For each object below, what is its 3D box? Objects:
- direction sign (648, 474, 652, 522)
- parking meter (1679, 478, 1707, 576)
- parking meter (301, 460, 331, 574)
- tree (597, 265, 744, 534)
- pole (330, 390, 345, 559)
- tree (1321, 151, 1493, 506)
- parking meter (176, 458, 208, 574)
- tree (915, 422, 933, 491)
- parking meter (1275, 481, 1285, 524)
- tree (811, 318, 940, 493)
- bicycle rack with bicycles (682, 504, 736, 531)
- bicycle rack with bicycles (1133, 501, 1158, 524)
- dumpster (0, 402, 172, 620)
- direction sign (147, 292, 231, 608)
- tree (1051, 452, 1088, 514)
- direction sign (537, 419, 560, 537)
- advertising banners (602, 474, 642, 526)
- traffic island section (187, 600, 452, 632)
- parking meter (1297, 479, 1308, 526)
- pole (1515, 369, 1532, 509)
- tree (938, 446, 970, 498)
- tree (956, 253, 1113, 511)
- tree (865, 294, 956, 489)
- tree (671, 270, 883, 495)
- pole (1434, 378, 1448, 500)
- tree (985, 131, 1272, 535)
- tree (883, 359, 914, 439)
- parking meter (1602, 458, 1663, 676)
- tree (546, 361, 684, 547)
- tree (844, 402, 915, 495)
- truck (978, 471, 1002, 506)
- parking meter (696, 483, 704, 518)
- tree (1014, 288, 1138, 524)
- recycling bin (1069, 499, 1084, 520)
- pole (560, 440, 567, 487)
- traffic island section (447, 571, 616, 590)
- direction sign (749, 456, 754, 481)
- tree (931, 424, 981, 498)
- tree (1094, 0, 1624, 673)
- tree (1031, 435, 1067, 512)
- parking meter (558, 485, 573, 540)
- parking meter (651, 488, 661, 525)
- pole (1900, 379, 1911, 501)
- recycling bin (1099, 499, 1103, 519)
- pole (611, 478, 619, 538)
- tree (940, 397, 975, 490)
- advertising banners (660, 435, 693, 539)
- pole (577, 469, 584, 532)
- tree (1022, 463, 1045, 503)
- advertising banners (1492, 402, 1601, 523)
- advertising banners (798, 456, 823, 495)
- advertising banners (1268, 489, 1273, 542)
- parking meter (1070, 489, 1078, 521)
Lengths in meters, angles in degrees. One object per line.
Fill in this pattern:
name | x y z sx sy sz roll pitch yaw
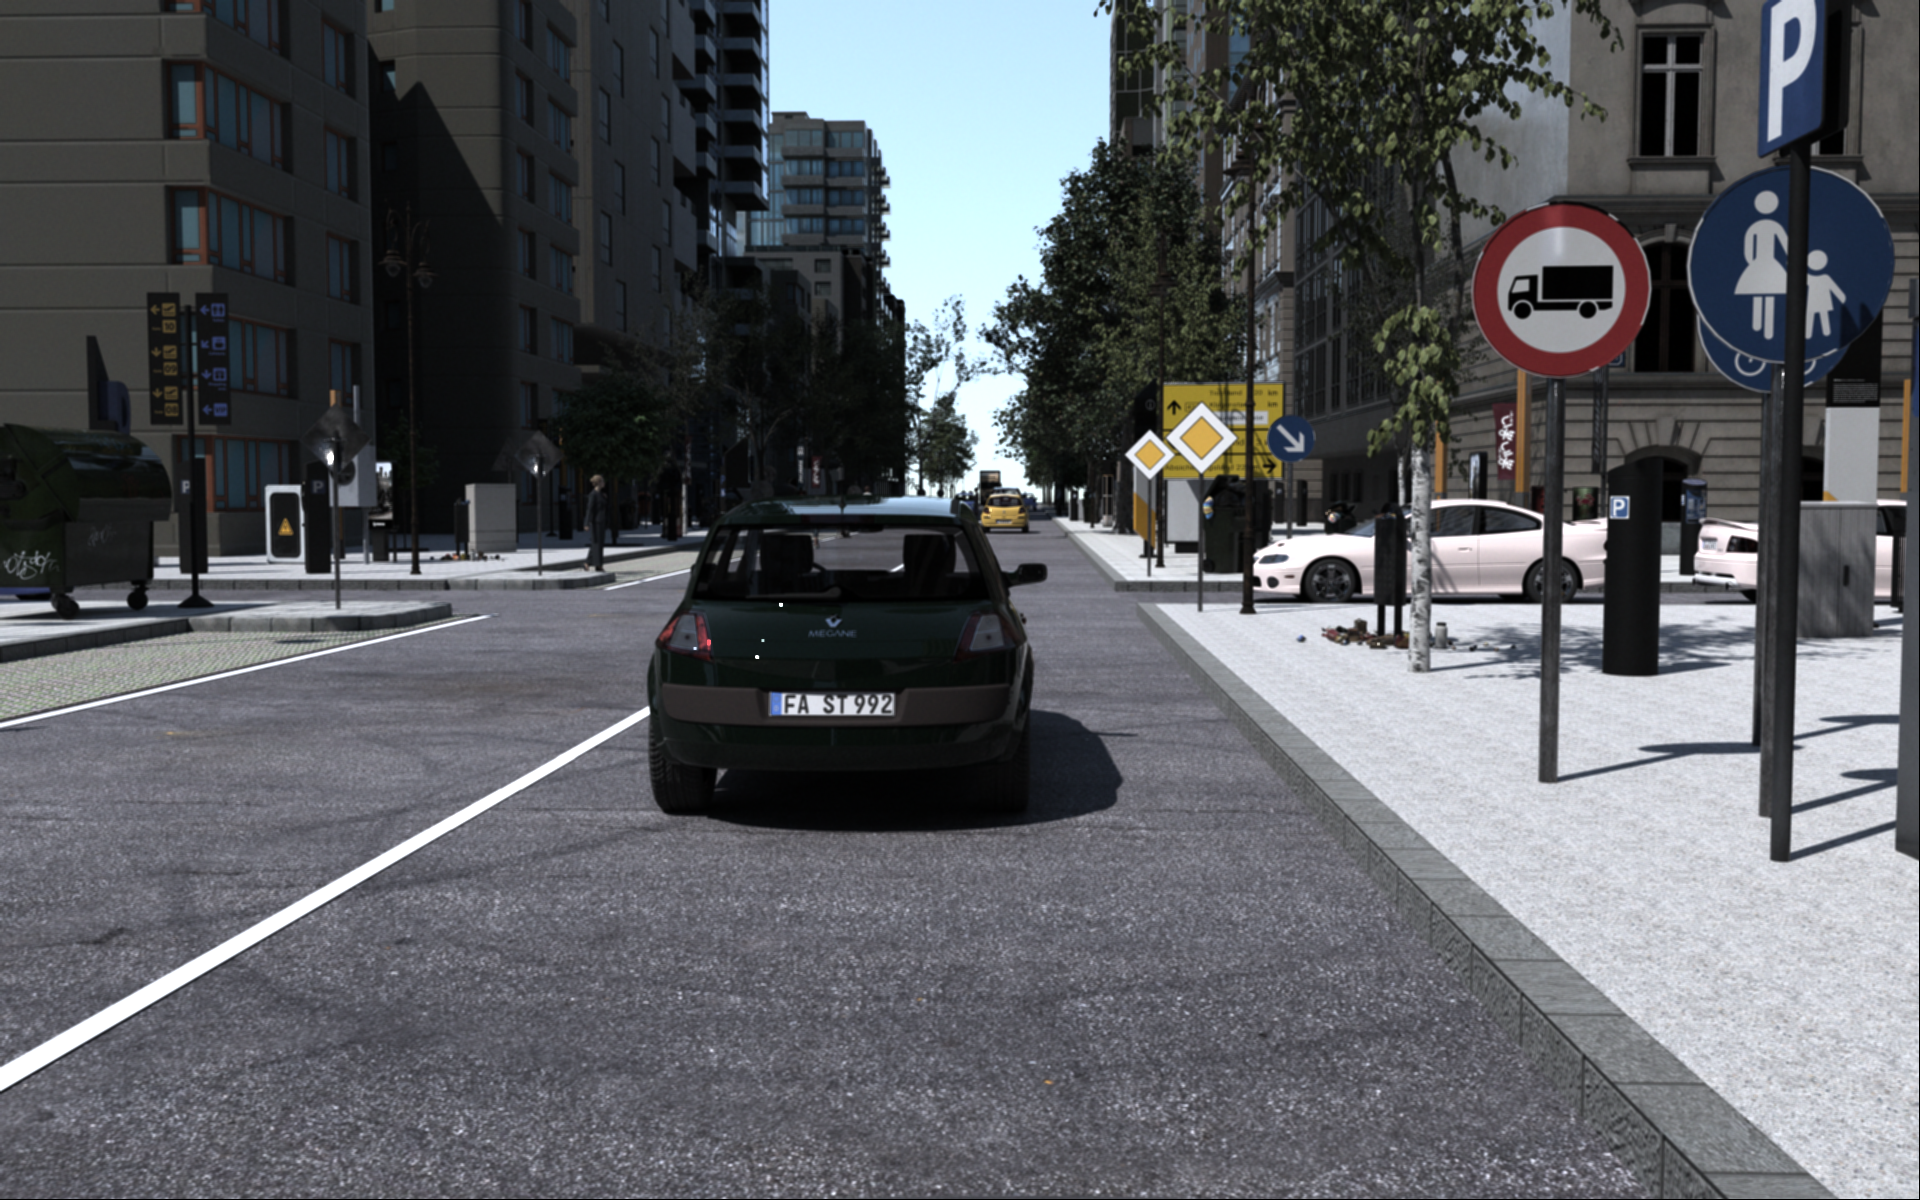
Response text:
direction sign | -13.995 -5.288 78.449 0.379 3.537 0.876 -1 4 -15
parking meter | 11.605 -1.162 27.408 0.372 1.533 0.369 0 3 0
parking meter | -10.385 -1.359 27.925 0.399 1.863 0.255 -2 4 -34
tree | -9.018 -6.407 55.118 4.360 8.622 3.978 0 3 0
pole | -12.233 -2.459 34.042 0.158 3.312 0.155 0 3 0
tree | 9.521 -5.285 36.767 4.360 8.622 3.978 0 3 0
parking meter | -12.376 -1.357 27.906 0.399 1.863 0.255 1 4 13
tree | -4.392 -11.160 132.826 4.737 8.622 4.395 0 3 0
parking meter | 13.876 -4.247 75.155 0.399 1.863 0.255 1 4 17
tree | -6.045 -11.871 112.219 7.486 12.596 7.792 0 3 0
bicycle rack with bicycles | -8.248 -2.871 60.322 2.925 0.926 2.852 -3 5 -44
bicycle rack with bicycles | 8.848 -3.678 73.519 2.925 0.926 2.852 -3 4 -36
dumpster | -9.535 -0.968 18.326 1.502 2.255 1.985 0 4 2
direction sign | -8.679 -1.686 19.564 0.876 3.537 0.379 0 4 -4
tree | 7.572 -7.893 112.767 4.285 4.588 4.351 0 3 0
direction sign | -12.354 -3.689 52.320 0.379 3.537 0.876 3 5 43
advertising banners | -13.936 -4.549 70.565 2.074 3.025 0.090 1 4 12
traffic island section | -6.944 0.183 19.284 2.009 0.180 2.903 0 4 2
parking meter | 13.633 -3.872 69.010 0.399 1.863 0.255 -3 5 -39
pole | 8.612 -1.997 26.493 0.158 3.312 0.155 0 3 0
tree | -0.608 -18.497 252.785 4.360 8.622 3.978 0 3 0
tree | 6.973 -16.888 132.008 12.611 20.169 13.585 0 3 0
tree | -2.469 -18.794 163.171 12.611 20.169 13.585 0 3 0
tree | -8.087 -8.390 71.587 8.767 10.594 7.601 0 4 3
pole | 8.495 -2.247 30.580 0.158 3.312 0.155 0 3 0
tree | 5.375 -8.437 54.945 9.611 12.733 9.660 0 3 0
tree | -6.484 -9.248 85.625 8.767 10.594 7.601 0 4 -8
parking meter | 4.785 -0.239 12.321 0.372 1.533 0.369 0 3 0
tree | -8.517 -3.622 42.934 4.285 4.588 4.351 0 3 0
tree | -6.118 -10.410 120.568 4.737 8.622 4.395 0 3 0
truck | 3.646 -13.464 209.056 2.839 4.237 11.283 0 4 2
parking meter | -13.854 -5.296 92.293 0.399 1.863 0.255 -3 5 -45
tree | 6.106 -8.577 74.643 7.601 10.594 8.767 3 5 43
recycling bin | 5.743 -4.413 84.699 0.722 1.027 0.722 -1 4 -9
pole | -11.688 -3.501 51.087 0.158 3.312 0.155 0 3 0
traffic island section | -6.629 -0.305 27.263 2.009 0.180 2.903 0 4 2
direction sign | -12.534 -6.769 102.671 0.876 3.537 0.379 3 4 37
tree | -1.119 -19.546 245.336 9.928 11.665 9.643 0 3 0
tree | 3.081 -3.784 12.231 4.737 8.622 4.395 0 3 0
tree | 6.944 -10.518 122.335 4.360 8.622 3.978 0 3 0
parking meter | -11.116 -2.471 48.813 0.372 1.533 0.369 0 3 0
parking meter | -12.801 -3.948 72.953 0.372 1.533 0.369 0 3 0
pole | 16.898 -2.265 30.877 0.158 3.312 0.155 0 3 0
recycling bin | 7.105 -4.629 88.244 0.722 1.027 0.722 -3 5 -41
pole | -10.165 -3.491 50.923 0.158 3.312 0.155 0 3 0
tree | -2.101 -17.376 202.228 7.486 12.596 7.792 0 3 0
advertising banners | -8.283 -3.338 50.763 0.090 3.025 2.074 1 4 17
pole | -12.954 -3.986 59.018 0.158 3.312 0.155 0 3 0
tree | 12.693 -20.522 253.656 7.486 12.596 7.792 0 3 0
advertising banners | 11.018 -2.225 32.566 2.074 3.025 0.090 2 4 32
advertising banners | -7.228 -5.030 78.426 2.074 3.025 0.090 -1 4 -15
advertising banners | 8.055 -3.027 45.687 0.090 3.025 2.074 1 4 20
parking meter | 5.463 -4.545 82.728 0.372 1.533 0.369 0 3 0
